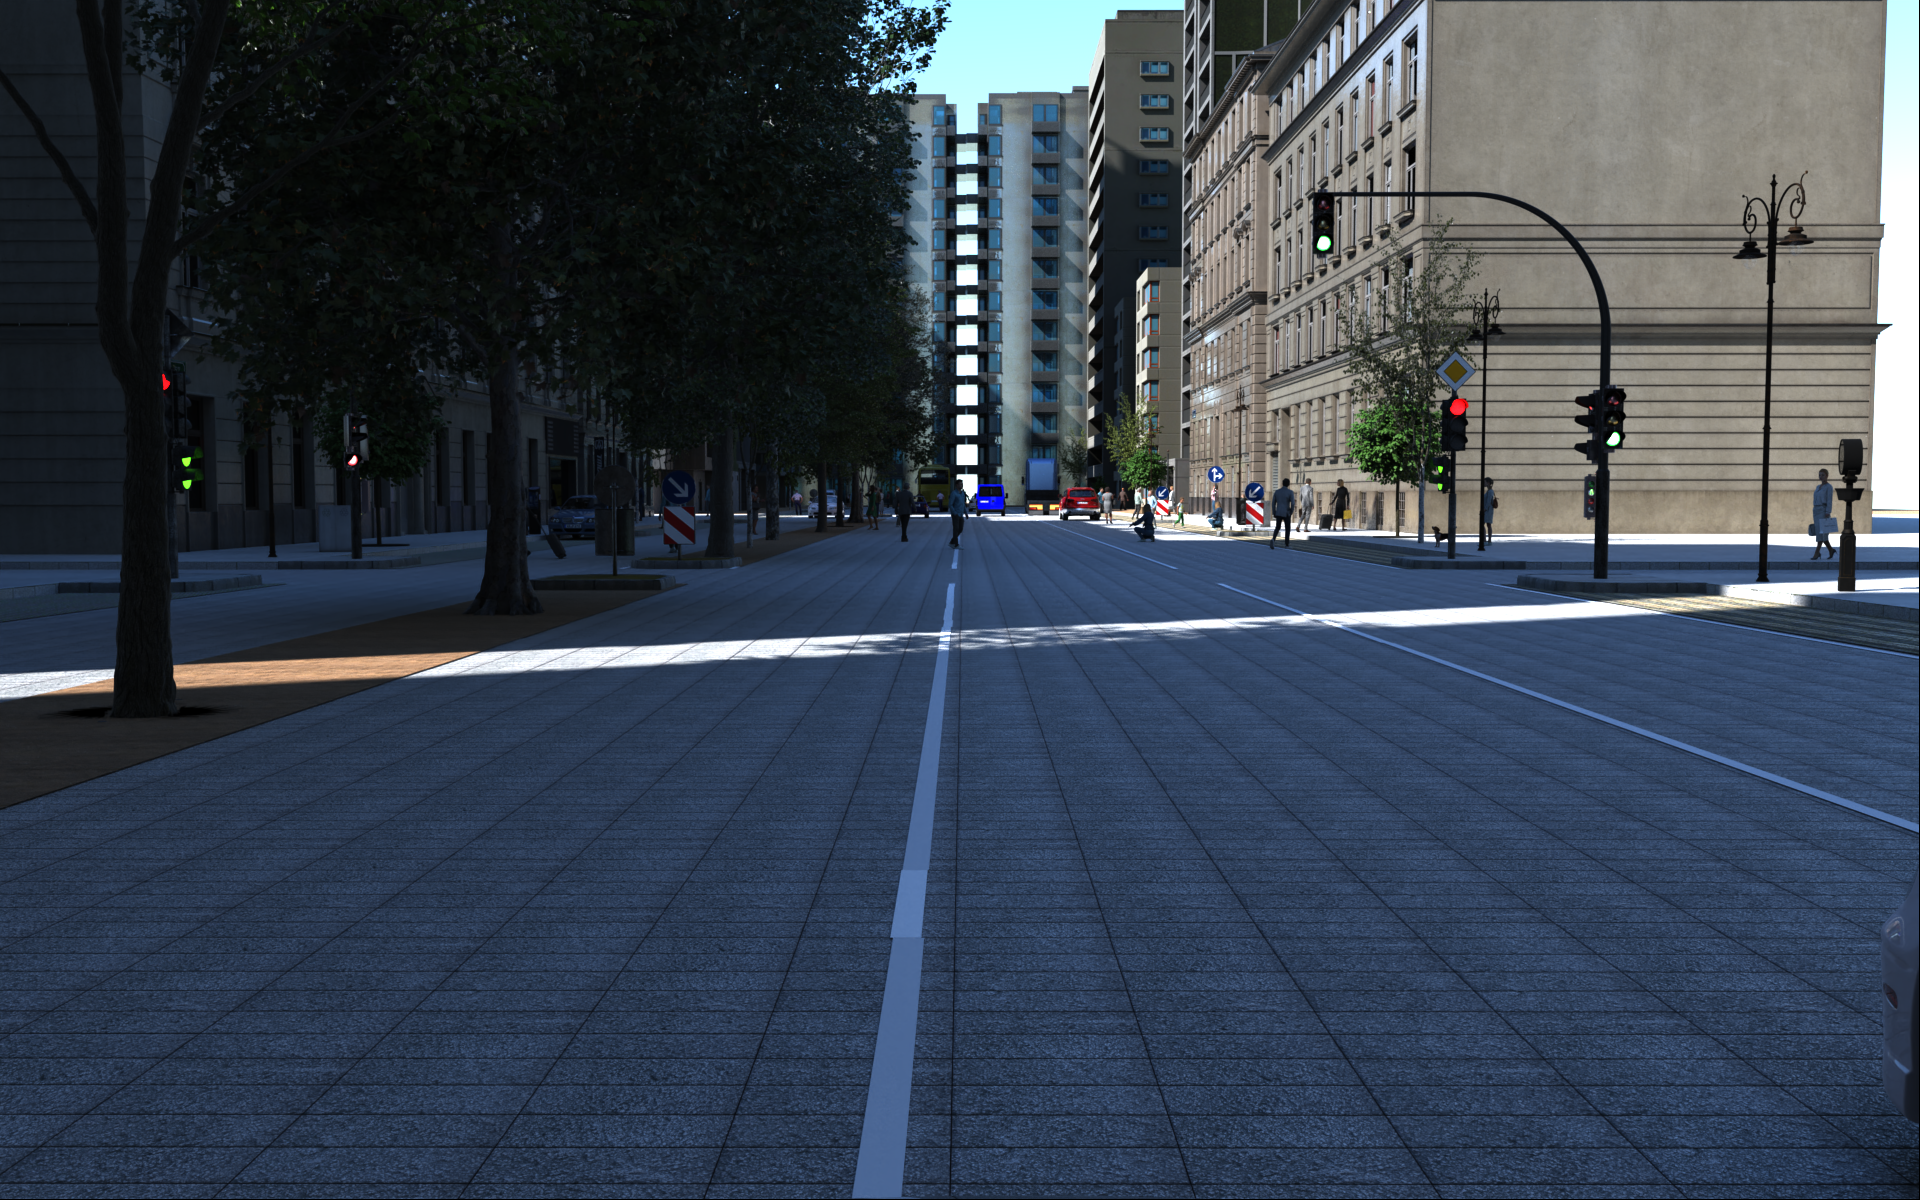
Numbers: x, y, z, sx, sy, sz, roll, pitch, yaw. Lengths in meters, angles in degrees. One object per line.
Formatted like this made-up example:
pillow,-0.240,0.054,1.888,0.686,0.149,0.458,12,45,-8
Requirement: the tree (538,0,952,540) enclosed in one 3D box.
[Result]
tree,-7.013,-11.956,53.833,12.611,20.169,13.585,0,3,0

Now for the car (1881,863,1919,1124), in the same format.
car,2.794,0.656,1.634,2.083,1.381,4.827,0,4,1

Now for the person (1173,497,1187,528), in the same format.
person,9.288,-3.694,73.153,0.590,1.304,0.306,2,4,25

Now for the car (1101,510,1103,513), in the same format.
car,9.703,-7.150,128.905,2.014,1.417,4.499,0,4,1

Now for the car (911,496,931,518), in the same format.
car,-2.714,-5.576,103.746,1.945,1.354,3.894,0,4,0

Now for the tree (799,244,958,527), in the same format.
tree,-5.183,-9.891,74.545,12.009,13.543,11.850,0,3,0

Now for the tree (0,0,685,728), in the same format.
tree,-5.154,-5.045,10.699,9.928,11.665,9.643,0,3,0

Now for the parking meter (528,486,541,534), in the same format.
parking meter,-13.579,-2.867,55.294,0.372,1.533,0.369,0,3,0

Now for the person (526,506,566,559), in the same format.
person,-9.486,-1.799,38.137,1.509,1.804,0.699,0,4,-5

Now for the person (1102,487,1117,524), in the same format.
person,7.266,-4.589,83.888,0.716,1.782,0.532,1,4,14

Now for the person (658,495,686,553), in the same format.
person,-6.999,-2.065,42.277,0.660,1.820,0.620,-2,4,-33

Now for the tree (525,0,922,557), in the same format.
tree,-5.248,-7.855,37.545,9.857,13.997,8.962,0,3,0

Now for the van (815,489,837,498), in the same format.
van,-11.638,-8.848,151.679,2.013,2.044,4.112,0,4,0

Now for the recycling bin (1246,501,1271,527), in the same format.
recycling bin,11.652,-3.370,67.647,0.722,1.027,0.722,3,5,44

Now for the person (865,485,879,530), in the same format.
person,-3.479,-3.693,69.129,0.529,1.795,0.600,-2,4,-24

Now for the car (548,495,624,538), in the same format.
car,-11.823,-2.648,55.305,2.014,1.417,4.499,0,4,1

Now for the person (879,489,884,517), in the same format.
person,-4.976,-6.036,107.761,0.524,1.755,0.480,3,4,38

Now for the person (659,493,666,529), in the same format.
person,-12.033,-3.837,71.337,0.850,1.850,0.679,2,4,27

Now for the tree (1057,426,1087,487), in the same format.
tree,12.565,-14.407,185.917,4.737,8.622,4.395,0,3,0

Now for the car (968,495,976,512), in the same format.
car,1.675,-7.936,142.120,2.083,1.381,4.827,0,4,2

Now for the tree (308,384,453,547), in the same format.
tree,-14.292,-3.611,42.746,4.285,4.588,4.351,0,3,0

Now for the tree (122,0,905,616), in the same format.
tree,-5.427,-6.181,20.518,9.611,12.733,9.660,0,3,0

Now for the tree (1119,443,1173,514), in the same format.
tree,12.146,-7.863,112.279,4.285,4.588,4.351,0,3,0

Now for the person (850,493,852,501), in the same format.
person,-6.069,-5.521,98.787,0.620,1.820,0.660,2,4,27

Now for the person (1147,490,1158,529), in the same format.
person,7.956,-3.778,72.083,0.330,1.601,0.589,-2,4,-28

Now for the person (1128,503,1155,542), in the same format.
person,5.448,-2.317,51.886,0.738,1.151,1.012,3,5,45

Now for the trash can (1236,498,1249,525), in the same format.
trash can,11.716,-3.661,71.503,0.748,1.137,0.748,0,3,0

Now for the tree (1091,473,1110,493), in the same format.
tree,12.719,-9.991,157.946,1.663,3.219,1.824,0,3,0

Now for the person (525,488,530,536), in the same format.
person,-13.569,-2.874,53.458,0.576,1.772,0.534,0,4,-3

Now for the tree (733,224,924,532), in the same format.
tree,-5.256,-8.817,64.745,7.486,12.596,7.792,0,3,0

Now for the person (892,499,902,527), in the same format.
person,-2.644,-3.919,75.170,0.523,1.515,0.503,-2,4,-31

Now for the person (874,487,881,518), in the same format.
person,-5.072,-5.895,104.798,0.656,1.842,0.836,0,4,6

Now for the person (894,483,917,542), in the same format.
person,-1.621,-2.655,52.311,0.661,1.777,0.834,1,4,18

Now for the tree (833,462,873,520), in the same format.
tree,-5.272,-8.568,92.912,4.360,8.622,3.978,0,3,0

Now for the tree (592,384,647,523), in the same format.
tree,-13.835,-7.639,75.263,4.737,8.622,4.395,0,3,0

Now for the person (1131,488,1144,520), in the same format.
person,9.882,-5.309,95.789,0.515,1.767,0.782,-2,4,-33

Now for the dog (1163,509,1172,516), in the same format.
dog,12.072,-5.112,101.318,0.748,0.427,0.550,0,4,-1

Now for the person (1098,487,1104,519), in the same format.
person,8.211,-5.701,101.724,0.620,1.820,0.660,2,4,26

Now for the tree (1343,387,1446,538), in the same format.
tree,13.028,-4.121,51.094,4.285,4.588,4.351,0,3,0

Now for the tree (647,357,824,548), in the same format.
tree,-5.524,-5.660,45.361,4.737,8.622,4.395,0,3,0

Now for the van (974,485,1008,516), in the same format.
van,2.016,-6.634,112.845,2.240,2.365,5.245,0,4,2

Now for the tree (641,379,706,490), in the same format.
tree,-14.729,-8.420,88.028,4.360,8.622,3.978,0,3,0

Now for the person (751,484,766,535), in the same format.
person,-7.196,-3.201,61.191,0.532,1.782,0.716,1,4,12

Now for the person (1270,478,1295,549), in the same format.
person,8.373,-2.238,44.945,0.661,1.843,0.795,3,4,37

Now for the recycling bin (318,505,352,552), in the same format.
recycling bin,-13.899,-1.598,38.678,0.722,1.027,0.722,-1,4,-13

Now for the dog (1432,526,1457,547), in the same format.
dog,11.664,-1.522,41.718,0.406,0.507,0.540,3,5,42

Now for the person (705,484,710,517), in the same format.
person,-14.223,-5.666,98.539,0.748,1.841,0.638,3,5,42

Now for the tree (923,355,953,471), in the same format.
tree,-5.188,-10.168,85.715,9.611,12.733,9.660,0,3,0

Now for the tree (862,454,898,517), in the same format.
tree,-5.095,-8.852,97.552,4.737,8.622,4.395,0,3,0

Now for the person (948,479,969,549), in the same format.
person,-0.094,-2.234,45.048,0.620,1.820,0.660,2,4,29

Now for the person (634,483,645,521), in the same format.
person,-15.224,-4.646,82.191,0.419,1.800,0.721,-3,5,-44

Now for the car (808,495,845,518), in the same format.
car,-7.967,-5.579,103.571,2.083,1.381,4.827,0,4,2

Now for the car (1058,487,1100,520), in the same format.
car,6.591,-5.320,95.653,2.281,1.827,5.304,0,3,0

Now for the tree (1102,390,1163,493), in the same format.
tree,12.258,-10.512,122.230,4.737,8.622,4.395,0,3,0

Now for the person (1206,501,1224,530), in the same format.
person,10.072,-3.344,68.671,0.738,1.151,1.012,3,4,37

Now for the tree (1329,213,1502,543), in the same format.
tree,11.783,-5.785,44.947,4.360,8.622,3.978,0,3,0

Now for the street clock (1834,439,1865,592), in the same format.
street clock,11.697,-1.115,22.794,0.358,2.002,0.471,1,4,19

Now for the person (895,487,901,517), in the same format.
person,-3.822,-6.175,108.818,0.474,1.900,0.648,-2,4,-35
